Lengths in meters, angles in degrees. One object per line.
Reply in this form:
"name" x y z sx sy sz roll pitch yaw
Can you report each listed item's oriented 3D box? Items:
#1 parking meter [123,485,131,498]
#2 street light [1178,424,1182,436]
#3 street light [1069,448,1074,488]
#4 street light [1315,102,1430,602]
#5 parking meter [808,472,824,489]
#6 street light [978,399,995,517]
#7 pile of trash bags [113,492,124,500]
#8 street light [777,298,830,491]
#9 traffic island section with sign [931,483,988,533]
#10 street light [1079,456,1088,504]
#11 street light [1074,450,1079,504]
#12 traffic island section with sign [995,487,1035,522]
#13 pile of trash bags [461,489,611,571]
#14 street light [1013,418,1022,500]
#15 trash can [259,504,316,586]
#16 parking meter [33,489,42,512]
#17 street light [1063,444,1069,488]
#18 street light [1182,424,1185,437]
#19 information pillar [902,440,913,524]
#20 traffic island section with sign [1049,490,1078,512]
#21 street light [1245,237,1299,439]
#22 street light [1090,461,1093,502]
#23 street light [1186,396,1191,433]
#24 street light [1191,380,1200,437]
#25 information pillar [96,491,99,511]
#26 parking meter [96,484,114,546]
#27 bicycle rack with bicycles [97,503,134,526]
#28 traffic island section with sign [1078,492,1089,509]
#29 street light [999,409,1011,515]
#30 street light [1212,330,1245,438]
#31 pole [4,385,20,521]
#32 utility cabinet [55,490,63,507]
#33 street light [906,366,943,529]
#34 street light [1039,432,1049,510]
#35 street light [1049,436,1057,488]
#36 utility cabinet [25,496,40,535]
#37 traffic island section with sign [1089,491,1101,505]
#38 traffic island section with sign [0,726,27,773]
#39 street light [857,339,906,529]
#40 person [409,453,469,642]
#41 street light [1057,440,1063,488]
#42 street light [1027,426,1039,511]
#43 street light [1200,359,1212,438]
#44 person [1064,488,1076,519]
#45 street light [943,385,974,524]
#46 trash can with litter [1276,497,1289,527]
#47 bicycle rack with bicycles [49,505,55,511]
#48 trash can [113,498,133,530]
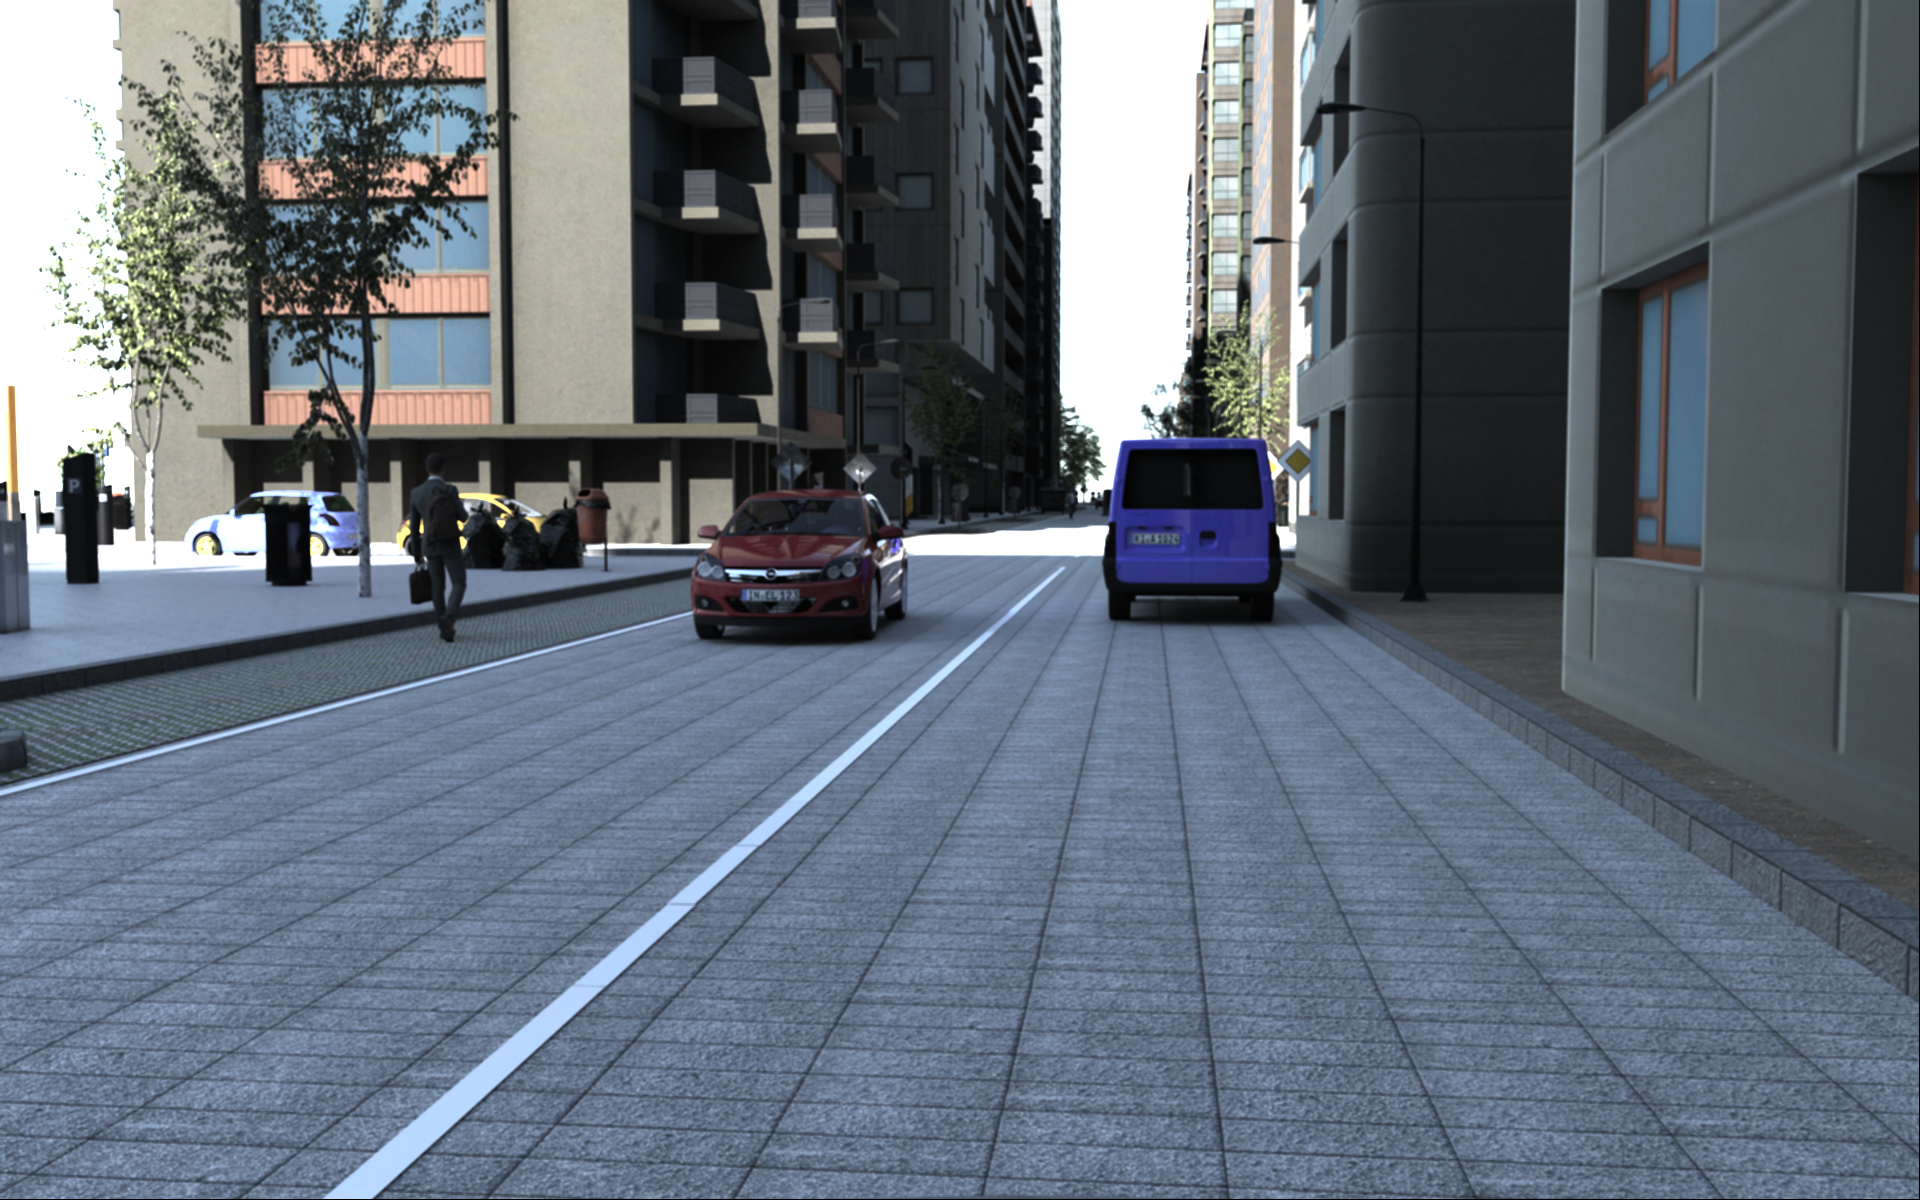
"parking meter" -56.369 -6.821 117.230 0.399 1.863 0.255 0 4 -2
"street light" 14.920 -8.668 114.259 1.470 5.913 1.316 0 4 6
"street light" 10.402 -12.255 172.907 1.470 5.913 1.316 0 4 6
"street light" 4.914 -2.942 20.651 1.470 5.913 1.316 0 4 6
"parking meter" -3.828 -2.463 45.975 0.399 1.863 0.255 -1 4 -18
"street light" 0.901 -6.836 84.314 1.470 5.913 1.316 0 4 6
"pile of trash bags" -43.421 -5.055 92.408 3.447 1.369 1.912 -3 5 -44
"street light" -3.773 -4.202 41.248 1.470 5.913 1.316 0 4 6
"traffic island section with sign" 0.013 -3.355 63.480 1.989 1.847 2.006 0 4 6
"street light" 14.604 -14.595 211.172 1.470 5.913 1.316 0 4 6
"street light" 11.593 -12.908 183.593 1.470 5.913 1.316 0 4 6
"traffic island section with sign" 2.905 -4.994 90.280 1.989 1.847 2.006 0 4 6
"pile of trash bags" -7.103 -1.211 29.558 3.447 1.369 1.912 3 5 41
"street light" 3.068 -8.145 105.708 1.470 5.913 1.316 0 4 6
"trash can" -9.432 -0.775 24.319 0.748 1.137 0.748 0 3 0
"parking meter" -48.261 -5.027 90.607 0.372 1.533 0.369 0 3 0
"street light" 9.186 -11.580 161.868 1.470 5.913 1.316 0 4 6
"street light" 12.758 -7.348 92.675 1.470 5.913 1.316 0 4 6
"information pillar" -2.220 -5.002 73.131 0.504 3.616 0.183 3 4 38
"traffic island section with sign" 8.243 -8.016 139.697 1.989 1.847 2.006 0 4 6
"street light" 5.985 -3.600 31.394 1.470 5.913 1.316 0 4 6
"street light" 16.832 -15.956 233.421 1.470 5.913 1.316 0 4 6
"street light" 11.530 -6.694 81.993 1.470 5.913 1.316 0 4 6
"street light" 10.268 -5.988 70.448 1.470 5.913 1.316 0 4 6
"information pillar" -44.160 -5.135 88.443 0.304 2.012 0.304 1 4 11
"parking meter" -21.358 -2.132 43.276 0.372 1.533 0.369 0 3 0
"bicycle rack with bicycles" -34.182 -3.485 70.367 2.925 0.926 2.852 -1 4 -17
"traffic island section with sign" 11.200 -9.692 167.085 1.989 1.847 2.006 0 4 6
"street light" 1.974 -7.491 95.012 1.470 5.913 1.316 0 4 6
"street light" 7.948 -4.679 49.037 1.470 5.913 1.316 0 4 6
"pole" -17.744 -2.361 32.442 0.158 3.312 0.155 0 3 0
"utility cabinet" -54.569 -5.914 105.375 0.318 1.500 1.173 0 4 1
"street light" -1.500 -5.529 62.944 1.470 5.913 1.316 0 4 6
"street light" 5.654 -9.549 128.672 1.470 5.913 1.316 0 4 6
"street light" 6.801 -10.203 139.362 1.470 5.913 1.316 0 4 6
"utility cabinet" -29.582 -2.698 55.280 0.306 1.237 1.020 -1 4 -22
"traffic island section with sign" 17.163 -13.069 222.300 1.989 1.847 2.006 0 4 6
"traffic island section with sign" -5.911 -0.001 8.642 1.989 1.847 2.006 0 4 6
"street light" -2.519 -4.873 52.216 1.470 5.913 1.316 0 4 6
"person" -5.083 -0.516 16.899 0.622 1.834 0.822 0 4 1
"street light" 7.897 -10.857 150.058 1.470 5.913 1.316 0 4 6
"street light" 4.433 -8.883 117.776 1.470 5.913 1.316 0 4 6
"street light" 9.118 -5.332 59.725 1.470 5.913 1.316 0 4 6
"person" 6.372 -5.610 100.706 0.782 1.767 0.515 -3 4 -37
"street light" -0.226 -6.182 73.621 1.470 5.913 1.316 0 4 6
"trash can with litter" 12.395 -3.437 67.584 1.055 1.170 0.624 0 4 2
"bicycle rack with bicycles" -55.135 -5.812 108.401 2.925 0.926 2.852 -1 4 -16
"trash can" -30.001 -3.079 61.999 0.748 1.137 0.748 0 3 0
